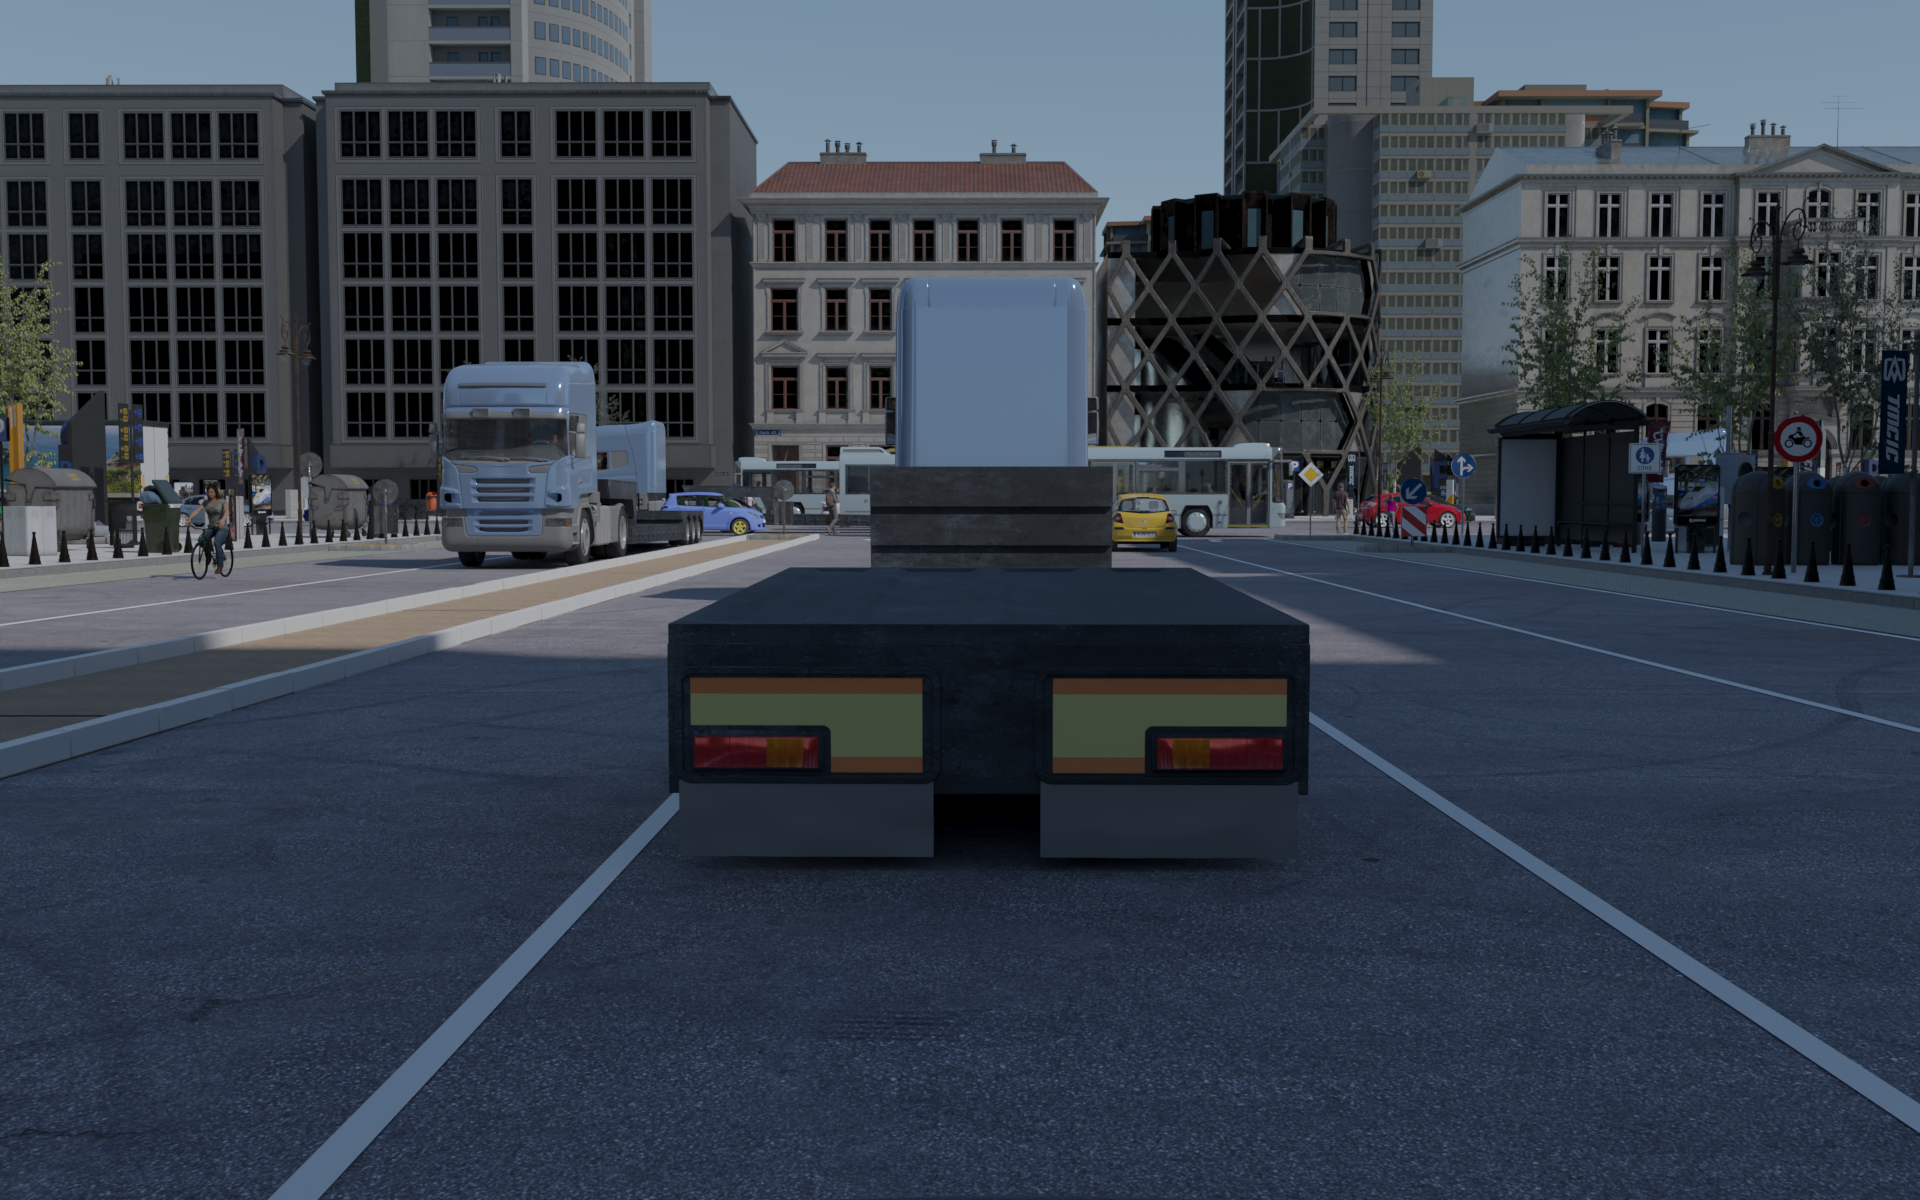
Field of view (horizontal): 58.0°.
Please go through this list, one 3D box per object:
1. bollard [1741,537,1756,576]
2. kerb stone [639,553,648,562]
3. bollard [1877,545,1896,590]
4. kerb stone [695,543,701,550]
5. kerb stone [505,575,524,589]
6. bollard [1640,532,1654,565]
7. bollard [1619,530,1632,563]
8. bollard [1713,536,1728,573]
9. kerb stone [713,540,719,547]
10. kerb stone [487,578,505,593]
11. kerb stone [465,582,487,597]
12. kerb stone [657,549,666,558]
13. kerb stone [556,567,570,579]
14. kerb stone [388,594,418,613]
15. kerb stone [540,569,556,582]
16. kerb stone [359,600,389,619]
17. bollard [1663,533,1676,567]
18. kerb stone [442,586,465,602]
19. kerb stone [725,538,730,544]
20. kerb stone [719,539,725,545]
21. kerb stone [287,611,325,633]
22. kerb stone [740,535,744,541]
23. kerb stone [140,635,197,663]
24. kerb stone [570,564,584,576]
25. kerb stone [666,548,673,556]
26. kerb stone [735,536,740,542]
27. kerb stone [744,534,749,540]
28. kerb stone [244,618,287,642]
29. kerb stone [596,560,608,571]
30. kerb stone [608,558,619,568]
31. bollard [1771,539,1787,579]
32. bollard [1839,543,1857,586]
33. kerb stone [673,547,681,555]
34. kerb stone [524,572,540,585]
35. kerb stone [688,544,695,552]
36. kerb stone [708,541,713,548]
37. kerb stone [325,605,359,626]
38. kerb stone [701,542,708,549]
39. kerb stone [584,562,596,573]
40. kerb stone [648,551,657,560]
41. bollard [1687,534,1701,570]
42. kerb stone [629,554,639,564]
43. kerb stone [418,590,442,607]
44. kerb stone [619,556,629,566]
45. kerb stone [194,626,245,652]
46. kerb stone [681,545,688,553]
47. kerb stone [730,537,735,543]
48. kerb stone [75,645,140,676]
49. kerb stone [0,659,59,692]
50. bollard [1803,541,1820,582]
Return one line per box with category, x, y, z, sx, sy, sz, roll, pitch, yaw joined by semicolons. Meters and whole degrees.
bollard;12.439;-0.689;27.314;0.229;0.601;0.229;0;3;0
kerb stone;-6.800;-0.882;36.638;0.120;0.150;1.000;0;4;0
bollard;12.412;-0.437;23.180;0.229;0.601;0.229;0;3;0
kerb stone;-6.751;-1.315;43.850;0.120;0.150;1.000;0;4;0
kerb stone;-6.861;-0.254;26.348;0.120;0.150;1.000;0;4;0
bollard;12.467;-0.941;31.421;0.229;0.601;0.229;0;3;0
bollard;12.473;-1.004;32.459;0.229;0.601;0.229;0;3;0
bollard;12.446;-0.752;28.341;0.229;0.601;0.229;0;3;0
kerb stone;-6.729;-1.509;46.935;0.120;0.150;1.000;0;4;0
kerb stone;-6.882;-0.190;25.315;0.120;0.150;1.000;0;4;0
kerb stone;-6.873;-0.119;24.289;0.120;0.150;1.000;0;4;0
kerb stone;-6.784;-1.009;38.690;0.120;0.150;1.000;0;4;0
kerb stone;-6.845;-0.442;29.428;0.120;0.150;1.000;0;4;0
kerb stone;-6.893;0.061;21.202;0.120;0.150;1.000;0;4;0
kerb stone;-6.848;-0.380;28.402;0.120;0.150;1.000;0;4;0
kerb stone;-6.909;0.129;20.176;0.120;0.150;1.000;0;4;0
bollard;12.459;-0.878;30.395;0.229;0.601;0.229;0;3;0
kerb stone;-6.889;-0.065;23.262;0.120;0.150;1.000;0;4;0
kerb stone;-6.719;-1.631;49.001;0.120;0.150;1.000;0;4;0
kerb stone;-6.720;-1.577;47.974;0.120;0.150;1.000;0;4;0
kerb stone;-6.921;0.249;18.124;0.120;0.150;1.000;0;4;0
kerb stone;-6.699;-1.829;52.094;0.120;0.150;1.000;0;4;0
kerb stone;-6.936;0.440;15.039;0.120;0.150;1.000;0;4;0
kerb stone;-6.834;-0.505;30.454;0.120;0.150;1.000;0;4;0
kerb stone;-6.777;-1.072;39.721;0.120;0.150;1.000;0;4;0
kerb stone;-6.703;-1.766;51.065;0.120;0.150;1.000;0;4;0
kerb stone;-6.689;-1.891;53.120;0.120;0.150;1.000;0;4;0
kerb stone;-6.929;0.313;17.096;0.120;0.150;1.000;0;4;0
kerb stone;-6.824;-0.631;32.511;0.120;0.150;1.000;0;4;0
kerb stone;-6.822;-0.694;33.547;0.120;0.150;1.000;0;4;0
bollard;12.432;-0.626;26.277;0.229;0.601;0.229;0;3;0
bollard;12.421;-0.500;24.218;0.229;0.601;0.229;0;3;0
kerb stone;-6.781;-1.135;40.754;0.120;0.150;1.000;0;4;0
kerb stone;-6.857;-0.317;27.375;0.120;0.150;1.000;0;4;0
kerb stone;-6.760;-1.262;42.823;0.120;0.150;1.000;0;4;0
kerb stone;-6.739;-1.450;45.909;0.120;0.150;1.000;0;4;0
kerb stone;-6.914;0.186;19.150;0.120;0.150;1.000;0;4;0
kerb stone;-6.744;-1.380;44.883;0.120;0.150;1.000;0;4;0
kerb stone;-6.833;-0.568;31.481;0.120;0.150;1.000;0;4;0
kerb stone;-6.793;-0.946;37.664;0.120;0.150;1.000;0;4;0
bollard;12.451;-0.815;29.368;0.229;0.601;0.229;0;3;0
kerb stone;-6.800;-0.820;35.607;0.120;0.150;1.000;0;4;0
kerb stone;-6.891;-0.002;22.228;0.120;0.150;1.000;0;4;0
kerb stone;-6.812;-0.757;34.575;0.120;0.150;1.000;0;4;0
kerb stone;-6.932;0.375;16.067;0.120;0.150;1.000;0;4;0
kerb stone;-6.759;-1.198;41.783;0.120;0.150;1.000;0;4;0
kerb stone;-6.714;-1.697;50.036;0.120;0.150;1.000;0;4;0
kerb stone;-6.954;0.501;14.007;0.120;0.150;1.000;0;4;0
kerb stone;-6.958;0.564;12.979;0.120;0.150;1.000;0;4;0
bollard;12.426;-0.563;25.249;0.229;0.601;0.229;0;3;0
